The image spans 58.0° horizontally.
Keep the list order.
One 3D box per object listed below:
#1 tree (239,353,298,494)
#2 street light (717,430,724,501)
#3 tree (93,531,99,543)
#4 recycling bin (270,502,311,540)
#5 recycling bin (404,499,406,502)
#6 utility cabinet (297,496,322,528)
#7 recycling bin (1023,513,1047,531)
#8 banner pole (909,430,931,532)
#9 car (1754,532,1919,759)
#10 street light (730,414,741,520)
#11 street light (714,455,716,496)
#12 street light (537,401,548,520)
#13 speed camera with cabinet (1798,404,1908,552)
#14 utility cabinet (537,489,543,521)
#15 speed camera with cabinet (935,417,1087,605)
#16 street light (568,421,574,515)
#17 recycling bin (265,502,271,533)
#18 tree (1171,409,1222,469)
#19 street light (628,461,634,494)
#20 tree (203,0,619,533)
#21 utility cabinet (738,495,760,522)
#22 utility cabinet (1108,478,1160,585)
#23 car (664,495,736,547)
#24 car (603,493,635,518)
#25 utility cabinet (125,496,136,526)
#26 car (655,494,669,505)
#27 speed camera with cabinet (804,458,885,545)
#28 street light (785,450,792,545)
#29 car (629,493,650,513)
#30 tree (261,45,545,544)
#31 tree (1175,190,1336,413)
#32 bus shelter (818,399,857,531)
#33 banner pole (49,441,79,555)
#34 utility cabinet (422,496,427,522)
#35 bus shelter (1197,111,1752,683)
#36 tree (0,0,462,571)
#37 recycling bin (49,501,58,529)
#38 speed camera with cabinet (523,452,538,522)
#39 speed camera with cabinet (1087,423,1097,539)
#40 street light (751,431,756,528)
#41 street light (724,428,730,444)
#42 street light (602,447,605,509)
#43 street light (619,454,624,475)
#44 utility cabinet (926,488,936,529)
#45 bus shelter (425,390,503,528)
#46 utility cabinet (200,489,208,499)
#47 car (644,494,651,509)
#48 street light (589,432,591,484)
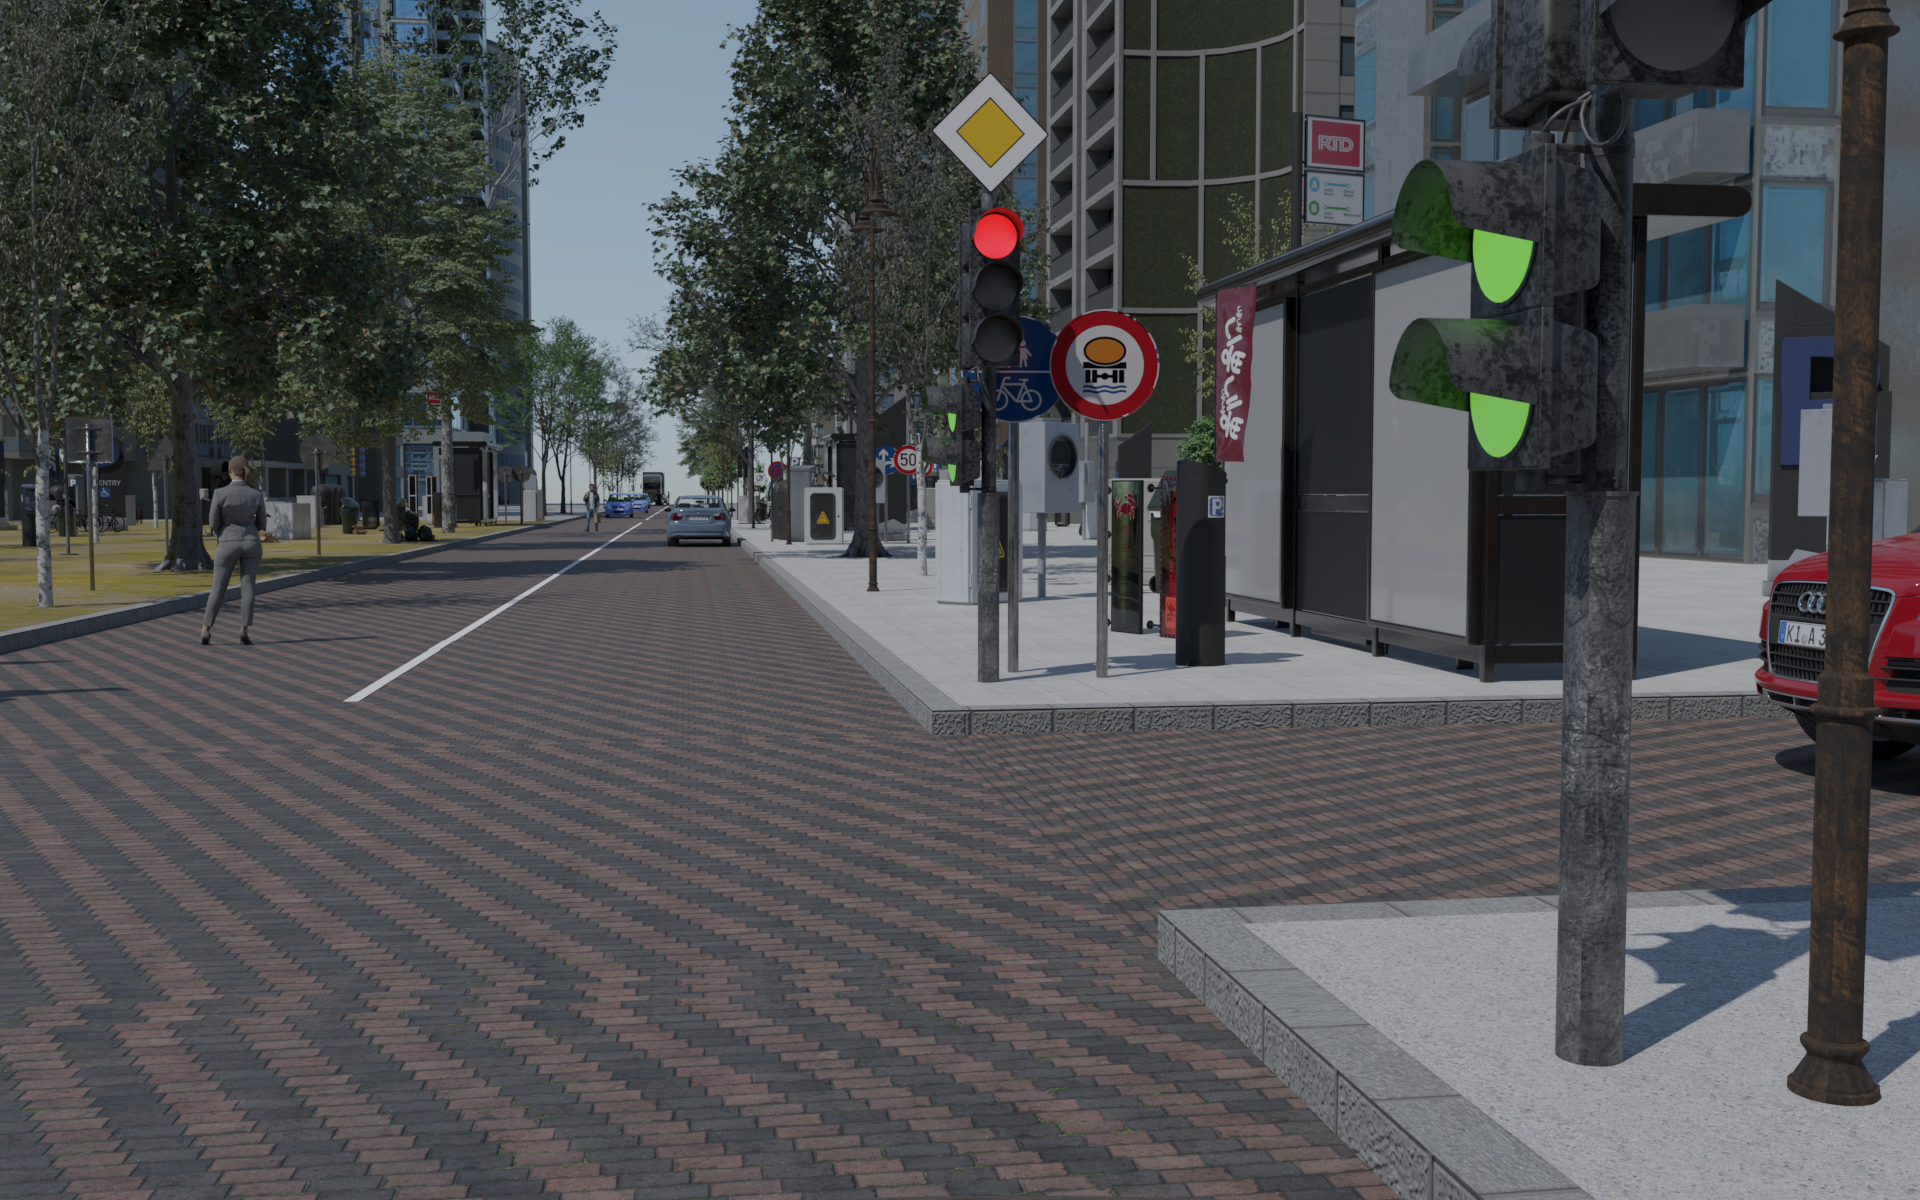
[{"bbox_3d":[-29.831,-7.508,73.118,4.737,8.622,4.395,0,3,0],"label":"tree"},{"bbox_3d":[-16.289,-8.942,118.992,0.468,5.910,1.993,-1,4,-9],"label":"street light"},{"bbox_3d":[-23.075,-5.835,45.765,4.737,8.622,4.395,0,3,0],"label":"tree"},{"bbox_3d":[-18.815,-2.218,48.821,0.722,1.027,0.722,2,4,24],"label":"recycling bin"},{"bbox_3d":[-26.581,-4.220,81.545,0.722,1.027,0.722,1,4,20],"label":"recycling bin"},{"bbox_3d":[-24.851,-3.364,66.157,1.020,1.237,0.306,2,4,29],"label":"utility cabinet"},{"bbox_3d":[2.569,-2.906,60.073,0.722,1.027,0.722,-1,4,-21],"label":"recycling bin"},{"bbox_3d":[-1.393,-4.228,59.137,0.863,3.779,0.401,2,4,30],"label":"banner pole"},{"bbox_3d":[6.736,-0.014,8.908,5.304,1.827,2.281,-1,4,-10],"label":"car"},{"bbox_3d":[-10.995,-6.905,85.683,0.468,5.910,1.993,-1,4,-9],"label":"street light"},{"bbox_3d":[-19.511,-10.223,139.936,0.468,5.910,1.993,-1,4,-9],"label":"street light"},{"bbox_3d":[-20.764,-6.935,86.168,0.468,5.910,1.993,-1,4,-9],"label":"street light"},{"bbox_3d":[9.500,-1.471,18.388,0.660,3.252,2.038,3,5,42],"label":"speed camera with cabinet"},{"bbox_3d":[-20.398,-4.553,83.127,0.318,1.500,1.173,-3,4,-36],"label":"utility cabinet"},{"bbox_3d":[0.591,-1.614,20.722,0.660,3.252,2.038,3,5,42],"label":"speed camera with cabinet"},{"bbox_3d":[-24.151,-8.236,107.445,0.468,5.910,1.993,-1,4,-9],"label":"street light"},{"bbox_3d":[-22.599,-2.739,57.344,0.722,1.027,0.722,0,4,-8],"label":"recycling bin"},{"bbox_3d":[9.373,-4.842,62.883,4.285,4.588,4.351,0,3,0],"label":"tree"},{"bbox_3d":[-40.342,-14.575,211.090,0.468,5.910,1.993,-1,4,-9],"label":"street light"},{"bbox_3d":[-18.285,-12.298,56.962,12.611,20.169,13.585,0,3,0],"label":"tree"},{"bbox_3d":[-9.718,-4.194,79.736,1.020,1.237,0.306,2,4,29],"label":"utility cabinet"},{"bbox_3d":[2.618,-0.954,24.279,1.173,1.500,0.318,2,4,28],"label":"utility cabinet"},{"bbox_3d":[-7.304,-2.240,48.624,2.014,1.417,4.499,0,4,-7],"label":"car"},{"bbox_3d":[-20.911,-5.917,106.327,1.945,1.707,3.694,-1,4,-10],"label":"car"},{"bbox_3d":[-33.975,-3.609,70.167,0.306,1.237,1.020,3,5,44],"label":"utility cabinet"},{"bbox_3d":[-40.022,-13.586,232.353,2.015,1.641,3.980,0,4,-7],"label":"car"},{"bbox_3d":[-2.941,-3.045,44.116,2.038,3.252,0.660,0,4,-6],"label":"speed camera with cabinet"},{"bbox_3d":[-4.336,-4.339,43.726,0.468,5.910,1.993,-1,4,-9],"label":"street light"},{"bbox_3d":[-24.276,-7.368,130.064,1.945,1.707,3.694,-1,4,-10],"label":"car"},{"bbox_3d":[-14.391,-7.718,44.316,7.486,12.596,7.792,0,3,0],"label":"tree"},{"bbox_3d":[7.388,-5.559,41.251,4.737,8.622,4.395,0,3,0],"label":"tree"},{"bbox_3d":[-4.038,-5.274,63.858,2.179,5.291,8.768,-1,4,-9],"label":"bus shelter"},{"bbox_3d":[-18.870,-2.825,36.208,0.401,3.779,0.863,1,4,15],"label":"banner pole"},{"bbox_3d":[-24.681,-4.250,80.657,0.306,1.237,1.020,0,4,8],"label":"utility cabinet"},{"bbox_3d":[3.682,-2.343,15.936,2.179,5.291,8.768,-1,4,-9],"label":"bus shelter"},{"bbox_3d":[-13.206,-6.861,29.184,9.611,12.733,9.660,0,3,0],"label":"tree"},{"bbox_3d":[-34.000,-3.163,64.272,0.722,1.027,0.722,1,4,16],"label":"recycling bin"},{"bbox_3d":[-19.811,-5.234,79.907,0.660,3.252,2.038,-1,4,-12],"label":"speed camera with cabinet"},{"bbox_3d":[3.715,-3.330,48.775,0.660,3.252,2.038,2,4,31],"label":"speed camera with cabinet"},{"bbox_3d":[-7.741,-5.624,64.745,0.468,5.910,1.993,-1,4,-9],"label":"street light"},{"bbox_3d":[-12.868,-7.628,97.500,0.468,5.910,1.993,-1,4,-9],"label":"street light"},{"bbox_3d":[-30.783,-10.814,149.590,0.468,5.910,1.993,-1,4,-9],"label":"street light"},{"bbox_3d":[-36.946,-13.239,189.243,0.468,5.910,1.993,-1,4,-9],"label":"street light"},{"bbox_3d":[-0.785,-3.329,63.104,1.173,1.500,0.318,-1,4,-15],"label":"utility cabinet"},{"bbox_3d":[-19.992,-5.639,69.824,2.179,5.291,8.768,-1,4,-9],"label":"bus shelter"},{"bbox_3d":[-33.353,-4.084,75.459,1.173,1.500,0.318,1,4,12],"label":"utility cabinet"},{"bbox_3d":[-31.314,-9.867,170.126,1.959,1.807,4.718,-1,4,-11],"label":"car"},{"bbox_3d":[-27.491,-9.533,128.658,0.468,5.910,1.993,-1,4,-9],"label":"street light"}]
